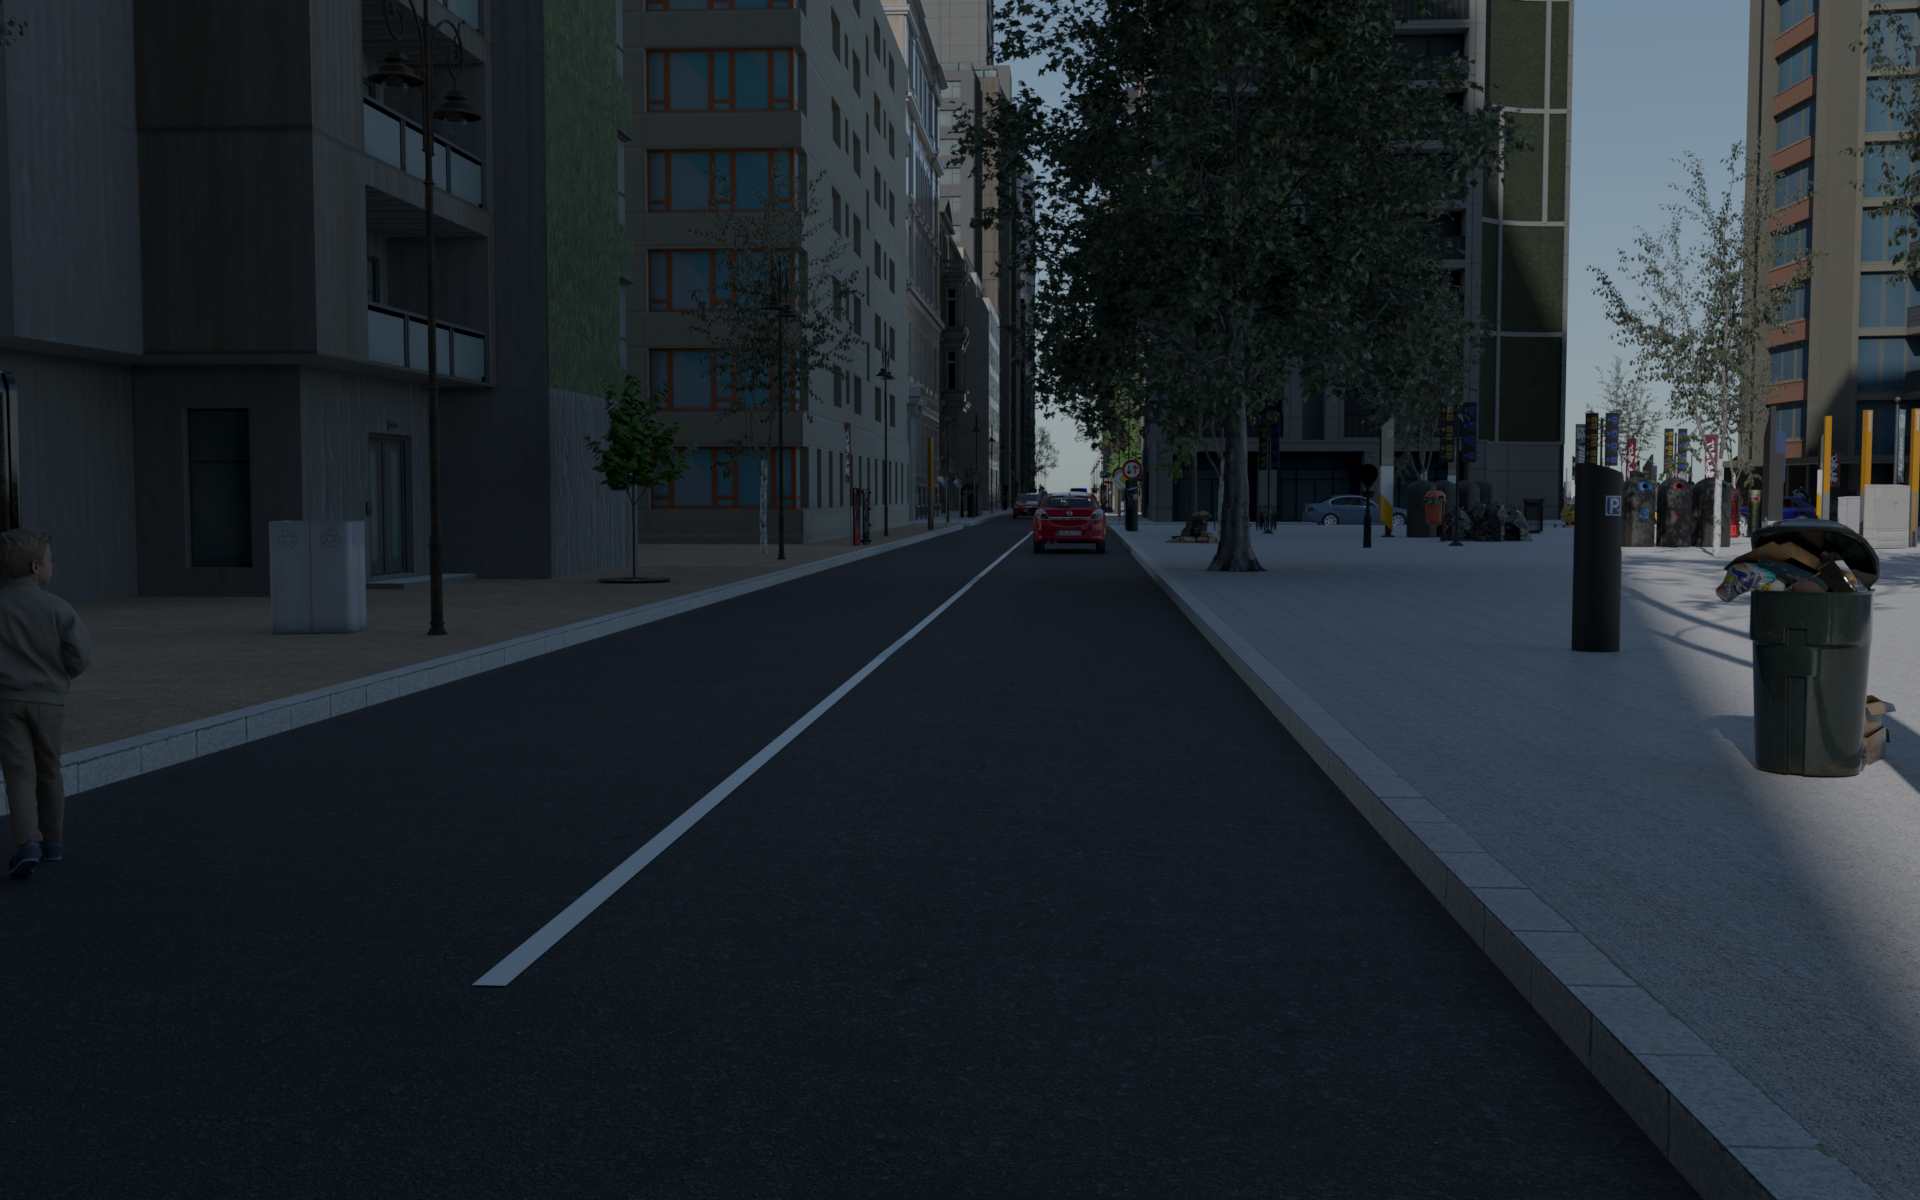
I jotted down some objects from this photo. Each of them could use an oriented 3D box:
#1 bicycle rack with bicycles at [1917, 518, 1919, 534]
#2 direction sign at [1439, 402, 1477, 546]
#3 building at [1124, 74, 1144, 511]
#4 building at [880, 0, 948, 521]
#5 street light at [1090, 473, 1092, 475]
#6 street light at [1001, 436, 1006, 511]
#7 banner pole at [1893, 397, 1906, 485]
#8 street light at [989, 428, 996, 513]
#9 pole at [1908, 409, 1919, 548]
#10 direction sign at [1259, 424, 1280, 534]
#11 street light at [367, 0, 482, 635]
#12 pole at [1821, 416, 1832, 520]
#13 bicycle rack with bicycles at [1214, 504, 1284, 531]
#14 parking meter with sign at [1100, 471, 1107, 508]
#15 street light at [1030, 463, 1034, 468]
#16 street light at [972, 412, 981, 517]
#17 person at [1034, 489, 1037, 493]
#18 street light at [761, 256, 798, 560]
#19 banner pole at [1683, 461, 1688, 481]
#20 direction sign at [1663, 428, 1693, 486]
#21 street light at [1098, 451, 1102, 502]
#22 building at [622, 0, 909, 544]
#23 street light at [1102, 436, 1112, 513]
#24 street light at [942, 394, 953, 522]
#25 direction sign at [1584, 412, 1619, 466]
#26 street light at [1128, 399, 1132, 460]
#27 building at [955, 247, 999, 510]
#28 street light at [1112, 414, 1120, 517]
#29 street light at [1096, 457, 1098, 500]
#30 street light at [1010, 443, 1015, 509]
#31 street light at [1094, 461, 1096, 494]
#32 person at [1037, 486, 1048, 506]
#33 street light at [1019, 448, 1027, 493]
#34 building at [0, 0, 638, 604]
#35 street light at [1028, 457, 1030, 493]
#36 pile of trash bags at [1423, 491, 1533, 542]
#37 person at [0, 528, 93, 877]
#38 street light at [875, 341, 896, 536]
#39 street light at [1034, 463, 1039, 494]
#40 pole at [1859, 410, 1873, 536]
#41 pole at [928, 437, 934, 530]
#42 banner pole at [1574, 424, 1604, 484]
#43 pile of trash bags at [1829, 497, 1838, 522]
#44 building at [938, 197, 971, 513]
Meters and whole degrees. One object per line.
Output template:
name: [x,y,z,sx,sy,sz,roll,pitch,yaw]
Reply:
bicycle rack with bicycles: [30.115,-2.586,55.669,2.925,0.926,2.852,1,4,15]
direction sign: [12.271,-3.103,42.729,0.876,3.537,0.379,0,4,5]
building: [23.762,-29.485,136.706,22.147,44.769,28.867,0,4,4]
building: [-7.983,-18.586,89.780,13.634,28.700,20.117,0,4,4]
street light: [18.591,-16.292,239.157,0.468,5.910,1.993,0,4,4]
street light: [3.347,-9.876,134.259,0.468,5.910,1.993,0,4,4]
banner pole: [24.329,-3.357,44.899,0.863,3.779,0.401,-3,5,-44]
street light: [2.141,-8.763,116.067,0.468,5.910,1.993,0,4,4]
pole: [22.833,-2.911,41.444,0.158,3.312,0.155,0,3,0]
direction sign: [9.987,-3.915,56.013,0.379,3.537,0.876,-3,4,-37]
street light: [-4.767,-2.619,15.615,0.468,5.910,1.993,0,4,4]
pole: [22.698,-3.152,45.386,0.158,3.312,0.155,0,3,0]
bicycle rack with bicycles: [10.311,-2.950,61.611,2.852,0.926,2.925,2,4,23]
parking meter with sign: [10.932,-8.277,131.594,0.543,3.016,1.738,0,4,7]
street light: [8.497,-14.576,211.099,0.468,5.910,1.993,0,4,4]
street light: [0.928,-7.641,97.726,0.468,5.910,1.993,0,4,4]
person: [5.083,-6.681,118.087,0.721,1.781,0.623,0,4,-8]
street light: [-3.502,-3.732,33.804,0.468,5.910,1.993,0,4,4]
banner pole: [47.898,-7.608,114.403,0.401,3.779,0.863,3,5,41]
direction sign: [24.669,-4.146,59.779,0.876,3.537,0.379,-1,4,-12]
street light: [12.866,-11.148,155.065,0.468,5.910,1.993,0,4,4]
building: [-17.464,-13.037,58.194,28.899,21.520,27.650,0,4,4]
street light: [11.529,-9.901,134.663,0.468,5.910,1.993,0,4,4]
street light: [-0.548,-6.497,79.019,0.468,5.910,1.993,0,4,4]
direction sign: [17.842,-3.439,48.227,0.876,3.537,0.379,1,4,13]
street light: [7.748,-6.525,79.479,0.468,5.910,1.993,0,4,4]
building: [-2.349,-17.623,142.888,10.420,20.320,16.860,0,4,4]
street light: [8.982,-7.638,97.669,0.468,5.910,1.993,0,4,4]
street light: [14.163,-12.274,173.474,0.468,5.910,1.993,0,4,4]
street light: [4.729,-11.169,155.394,0.468,5.910,1.993,0,4,4]
street light: [15.421,-13.423,192.247,0.468,5.910,1.993,0,4,4]
person: [4.169,-4.759,86.415,0.679,1.850,0.850,0,4,-4]
street light: [6.162,-12.295,173.804,0.468,5.910,1.993,0,4,4]
building: [-13.266,-20.796,23.613,14.154,41.232,14.086,0,4,4]
street light: [7.250,-13.408,192.005,0.468,5.910,1.993,0,4,4]
pile of trash bags: [13.847,-2.279,47.021,3.447,1.369,1.912,-2,4,-35]
person: [-3.561,0.378,6.588,0.475,1.303,0.640,-2,4,-31]
street light: [-2.249,-4.880,52.568,0.468,5.910,1.993,0,4,4]
street light: [9.816,-15.688,229.283,0.468,5.910,1.993,0,4,4]
pole: [22.035,-2.953,42.132,0.158,3.312,0.155,0,3,0]
pole: [-1.054,-4.179,62.174,0.158,3.312,0.155,0,3,0]
banner pole: [19.668,-3.939,54.414,0.863,3.779,0.401,-1,4,-11]
pile of trash bags: [33.076,-3.260,63.048,1.912,1.369,3.447,-1,4,-23]
building: [-6.594,-18.236,117.241,14.460,24.649,34.723,0,4,4]
